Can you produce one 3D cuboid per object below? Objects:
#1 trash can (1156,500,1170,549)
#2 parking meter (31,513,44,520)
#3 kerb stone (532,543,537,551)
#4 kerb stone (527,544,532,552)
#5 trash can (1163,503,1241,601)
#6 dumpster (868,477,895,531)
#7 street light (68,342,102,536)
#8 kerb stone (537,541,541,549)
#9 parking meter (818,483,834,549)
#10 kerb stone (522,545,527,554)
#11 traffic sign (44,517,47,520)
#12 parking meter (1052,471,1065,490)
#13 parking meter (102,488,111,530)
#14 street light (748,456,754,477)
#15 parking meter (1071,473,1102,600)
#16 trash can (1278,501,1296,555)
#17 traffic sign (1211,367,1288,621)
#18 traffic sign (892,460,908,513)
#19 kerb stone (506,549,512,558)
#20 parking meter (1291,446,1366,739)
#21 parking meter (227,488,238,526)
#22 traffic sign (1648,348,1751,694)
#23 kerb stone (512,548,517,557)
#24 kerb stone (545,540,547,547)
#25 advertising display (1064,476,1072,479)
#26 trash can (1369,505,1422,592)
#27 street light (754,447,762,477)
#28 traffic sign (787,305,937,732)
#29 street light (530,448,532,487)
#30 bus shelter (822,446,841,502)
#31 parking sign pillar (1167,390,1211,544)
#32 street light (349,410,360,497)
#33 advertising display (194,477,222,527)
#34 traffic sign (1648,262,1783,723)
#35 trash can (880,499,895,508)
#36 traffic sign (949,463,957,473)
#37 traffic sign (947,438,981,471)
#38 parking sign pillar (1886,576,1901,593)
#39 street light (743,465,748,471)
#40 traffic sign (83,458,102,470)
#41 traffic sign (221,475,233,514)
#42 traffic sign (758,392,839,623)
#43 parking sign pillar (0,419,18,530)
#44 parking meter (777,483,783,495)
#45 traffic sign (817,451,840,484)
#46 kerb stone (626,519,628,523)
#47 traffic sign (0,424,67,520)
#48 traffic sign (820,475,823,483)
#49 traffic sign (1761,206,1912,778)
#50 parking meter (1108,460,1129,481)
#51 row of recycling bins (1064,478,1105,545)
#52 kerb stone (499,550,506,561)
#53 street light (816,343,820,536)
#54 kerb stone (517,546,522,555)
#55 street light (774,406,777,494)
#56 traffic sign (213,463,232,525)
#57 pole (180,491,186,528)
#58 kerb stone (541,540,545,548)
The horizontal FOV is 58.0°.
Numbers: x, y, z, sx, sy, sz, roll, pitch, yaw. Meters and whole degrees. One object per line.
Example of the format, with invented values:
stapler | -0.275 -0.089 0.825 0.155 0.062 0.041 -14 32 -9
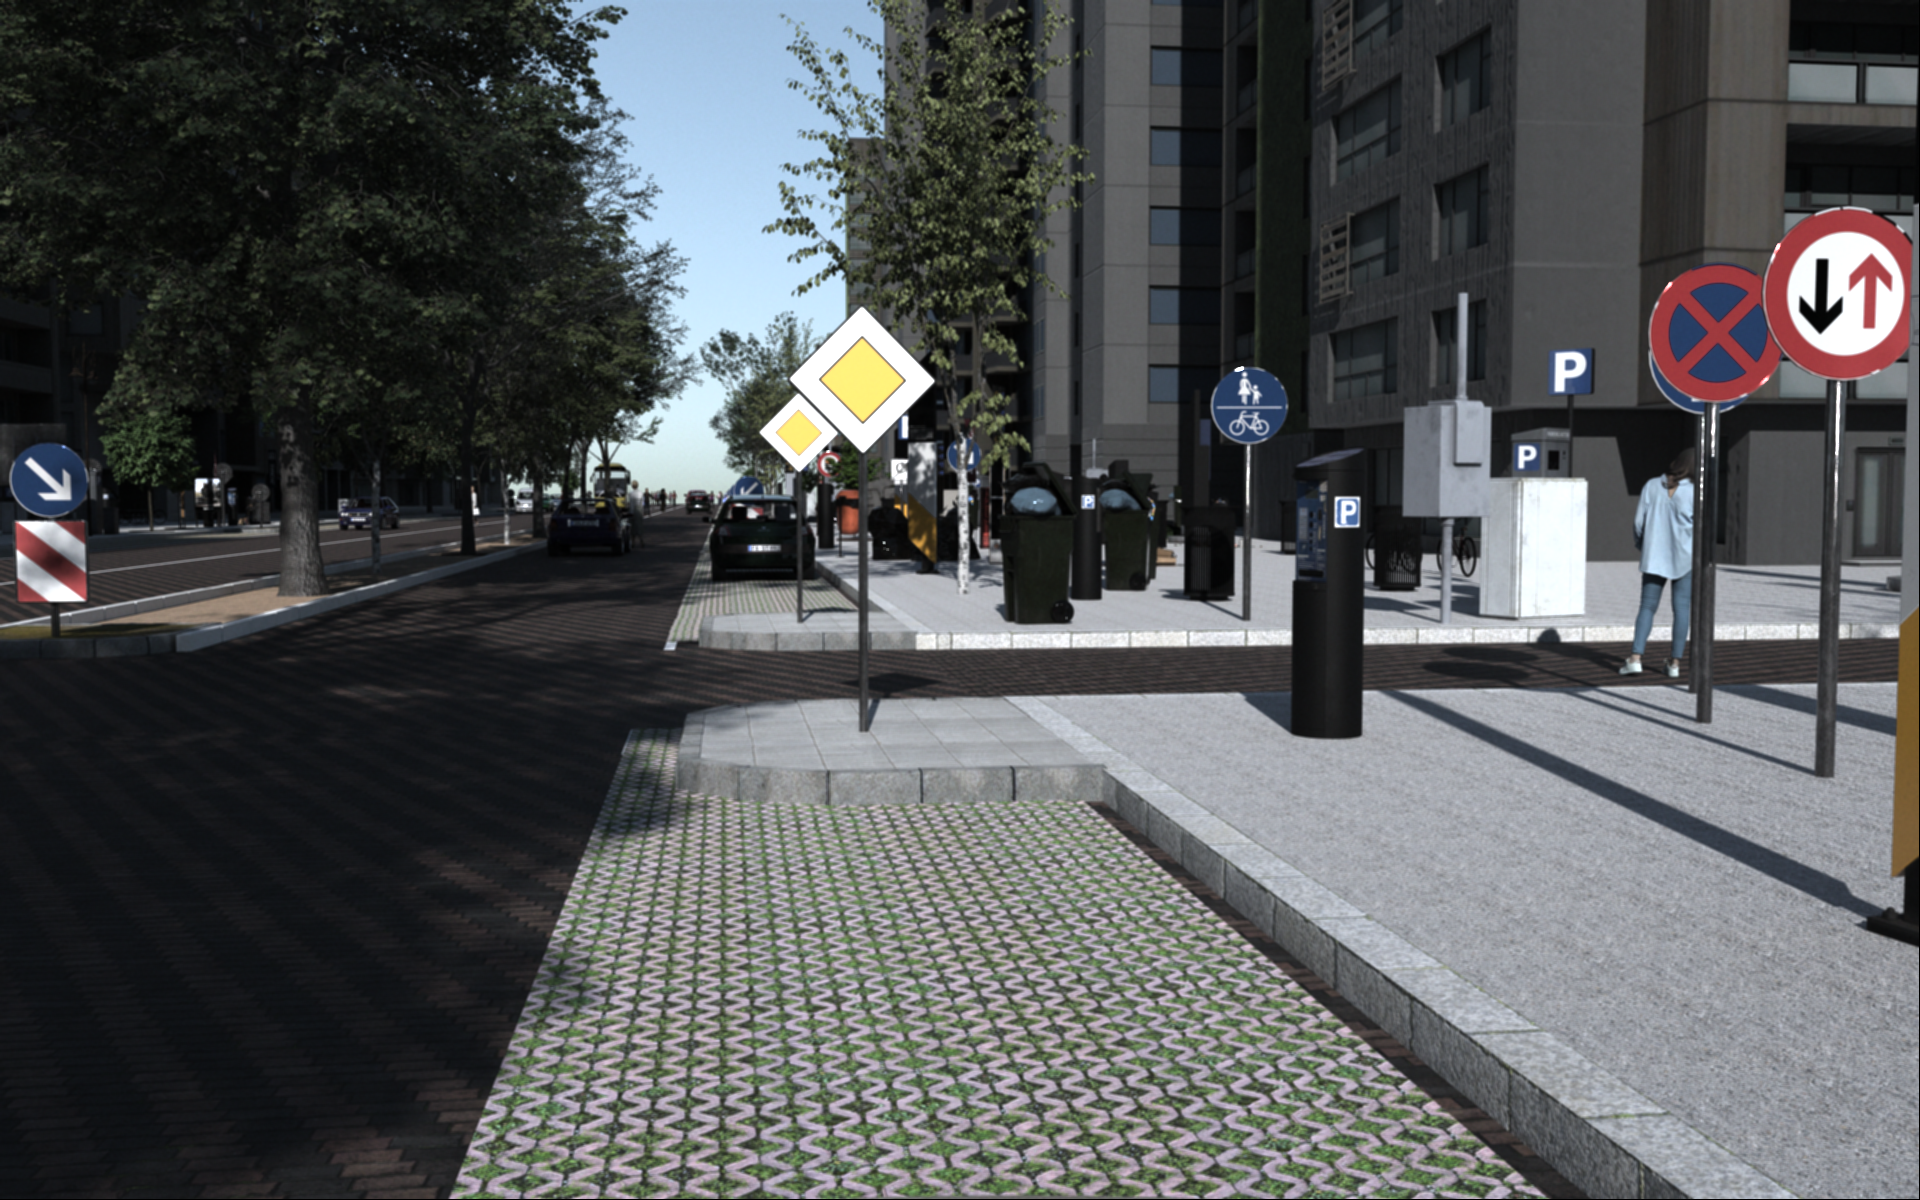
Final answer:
trash can | 4.412 -1.704 39.514 0.748 1.137 0.748 0 3 0
parking meter | -28.783 -2.959 54.091 0.399 1.863 0.255 1 4 9
kerb stone | -10.859 -1.314 43.672 0.120 0.150 1.000 0 4 -8
kerb stone | -10.721 -1.252 42.659 0.120 0.150 1.000 0 4 -8
trash can | 3.007 -0.564 20.881 0.748 1.137 0.748 0 3 0
dumpster | -2.714 -3.232 58.601 1.264 1.857 1.865 0 4 -8
street light | -26.530 -4.883 52.622 0.468 5.910 1.993 0 4 -8
kerb stone | -11.000 -1.374 44.692 0.120 0.150 1.000 0 4 -8
parking meter | -3.150 -1.977 40.739 0.372 1.533 0.369 0 3 0
kerb stone | -10.579 -1.189 41.639 0.120 0.150 1.000 0 4 -8
traffic sign | -27.477 -3.174 51.999 0.768 2.556 0.104 0 4 -1
parking meter | 2.386 -2.278 42.954 0.399 1.863 0.255 -1 4 -16
parking meter | -30.892 -3.318 62.666 0.372 1.533 0.369 0 3 0
street light | -19.949 -11.902 167.378 0.468 5.910 1.993 0 4 -8
parking meter | 1.541 -0.774 21.073 0.372 1.533 0.369 0 3 0
trash can | 7.103 -1.528 36.643 0.748 1.137 0.748 0 3 0
traffic sign | 2.906 -1.063 17.489 0.768 2.556 0.104 0 4 2
traffic sign | -1.733 -3.007 51.298 0.606 2.300 0.079 0 3 0
kerb stone | -10.163 -1.003 38.591 0.120 0.150 1.000 0 4 -8
parking meter | 1.957 -0.049 9.206 0.372 1.533 0.369 0 3 0
parking meter | -29.582 -3.794 70.437 0.372 1.533 0.369 0 3 0
traffic sign | 4.735 -0.671 11.076 0.768 2.556 0.104 0 4 -3
kerb stone | -10.310 -1.065 39.602 0.120 0.150 1.000 0 4 -8
kerb stone | -11.271 -1.500 46.723 0.120 0.150 1.000 0 4 -8
advertising display | 3.717 -3.534 62.999 0.974 1.923 0.123 0 4 0
trash can | 5.801 -0.691 22.951 0.748 1.137 0.748 0 3 0
street light | -14.912 -9.582 129.461 0.468 5.910 1.993 0 4 -8
traffic sign | -0.523 -0.346 9.292 0.795 2.450 0.064 0 4 -8
street light | -42.869 -12.244 172.975 0.468 5.910 1.993 0 4 -8
bus shelter | -6.206 -5.844 86.838 1.731 3.624 6.357 0 4 -8
parking sign pillar | 6.171 -3.483 45.418 1.447 3.967 1.447 0 4 -7
street light | -31.730 -7.229 90.980 0.468 5.910 1.993 0 4 -8
advertising display | -29.166 -3.790 67.184 0.974 1.923 0.123 -1 4 -17
traffic sign | 4.176 -0.583 9.644 0.768 2.556 0.104 0 4 0
trash can | -2.191 -2.666 55.235 0.748 1.137 0.748 0 3 0
traffic sign | 0.084 -2.769 45.386 0.768 2.556 0.104 0 4 2
traffic sign | 0.090 -2.391 39.206 0.768 2.556 0.104 0 4 -1
parking sign pillar | 12.937 -2.084 22.541 1.447 3.967 1.447 1 4 9
street light | -25.814 -14.566 210.934 0.468 5.910 1.993 0 4 -8
traffic sign | -31.082 -3.783 61.955 0.768 2.556 0.104 0 4 -7
traffic sign | -30.540 -4.323 71.864 0.795 2.450 0.064 0 4 -5
traffic sign | -1.598 -0.829 17.204 0.795 2.450 0.064 0 4 -8
parking sign pillar | -33.976 -4.476 61.655 1.447 3.967 1.447 -3 5 -42
parking meter | -9.240 -5.087 88.881 0.255 1.863 0.399 -1 4 -9
traffic sign | -3.889 -3.165 51.851 0.768 2.556 0.104 0 4 -4
kerb stone | -17.066 -4.109 89.376 0.120 0.150 1.000 0 4 -8
traffic sign | -27.083 -3.448 50.242 2.265 3.308 0.079 0 4 -5
traffic sign | -7.099 -5.581 91.348 0.768 2.556 0.104 0 4 -1
traffic sign | 3.927 -0.470 7.789 0.768 2.556 0.104 0 4 -5
parking meter | 2.724 -1.475 29.836 0.255 1.863 0.399 -1 4 -14
row of recycling bins | 2.558 -2.336 45.313 1.069 1.692 3.534 -3 4 -38
kerb stone | -10.022 -0.941 37.574 0.120 0.150 1.000 0 4 -8
street light | -4.359 -4.921 53.246 0.468 5.910 1.993 0 4 -8
kerb stone | -10.447 -1.120 40.622 0.120 0.150 1.000 0 4 -8
street light | -9.700 -7.238 91.122 0.468 5.910 1.993 0 4 -8
traffic sign | -30.081 -4.316 70.677 0.768 2.556 0.104 0 4 -5
pole | -29.061 -4.333 64.693 0.158 3.312 0.155 0 3 0
kerb stone | -11.132 -1.436 45.705 0.120 0.150 1.000 0 4 -8
